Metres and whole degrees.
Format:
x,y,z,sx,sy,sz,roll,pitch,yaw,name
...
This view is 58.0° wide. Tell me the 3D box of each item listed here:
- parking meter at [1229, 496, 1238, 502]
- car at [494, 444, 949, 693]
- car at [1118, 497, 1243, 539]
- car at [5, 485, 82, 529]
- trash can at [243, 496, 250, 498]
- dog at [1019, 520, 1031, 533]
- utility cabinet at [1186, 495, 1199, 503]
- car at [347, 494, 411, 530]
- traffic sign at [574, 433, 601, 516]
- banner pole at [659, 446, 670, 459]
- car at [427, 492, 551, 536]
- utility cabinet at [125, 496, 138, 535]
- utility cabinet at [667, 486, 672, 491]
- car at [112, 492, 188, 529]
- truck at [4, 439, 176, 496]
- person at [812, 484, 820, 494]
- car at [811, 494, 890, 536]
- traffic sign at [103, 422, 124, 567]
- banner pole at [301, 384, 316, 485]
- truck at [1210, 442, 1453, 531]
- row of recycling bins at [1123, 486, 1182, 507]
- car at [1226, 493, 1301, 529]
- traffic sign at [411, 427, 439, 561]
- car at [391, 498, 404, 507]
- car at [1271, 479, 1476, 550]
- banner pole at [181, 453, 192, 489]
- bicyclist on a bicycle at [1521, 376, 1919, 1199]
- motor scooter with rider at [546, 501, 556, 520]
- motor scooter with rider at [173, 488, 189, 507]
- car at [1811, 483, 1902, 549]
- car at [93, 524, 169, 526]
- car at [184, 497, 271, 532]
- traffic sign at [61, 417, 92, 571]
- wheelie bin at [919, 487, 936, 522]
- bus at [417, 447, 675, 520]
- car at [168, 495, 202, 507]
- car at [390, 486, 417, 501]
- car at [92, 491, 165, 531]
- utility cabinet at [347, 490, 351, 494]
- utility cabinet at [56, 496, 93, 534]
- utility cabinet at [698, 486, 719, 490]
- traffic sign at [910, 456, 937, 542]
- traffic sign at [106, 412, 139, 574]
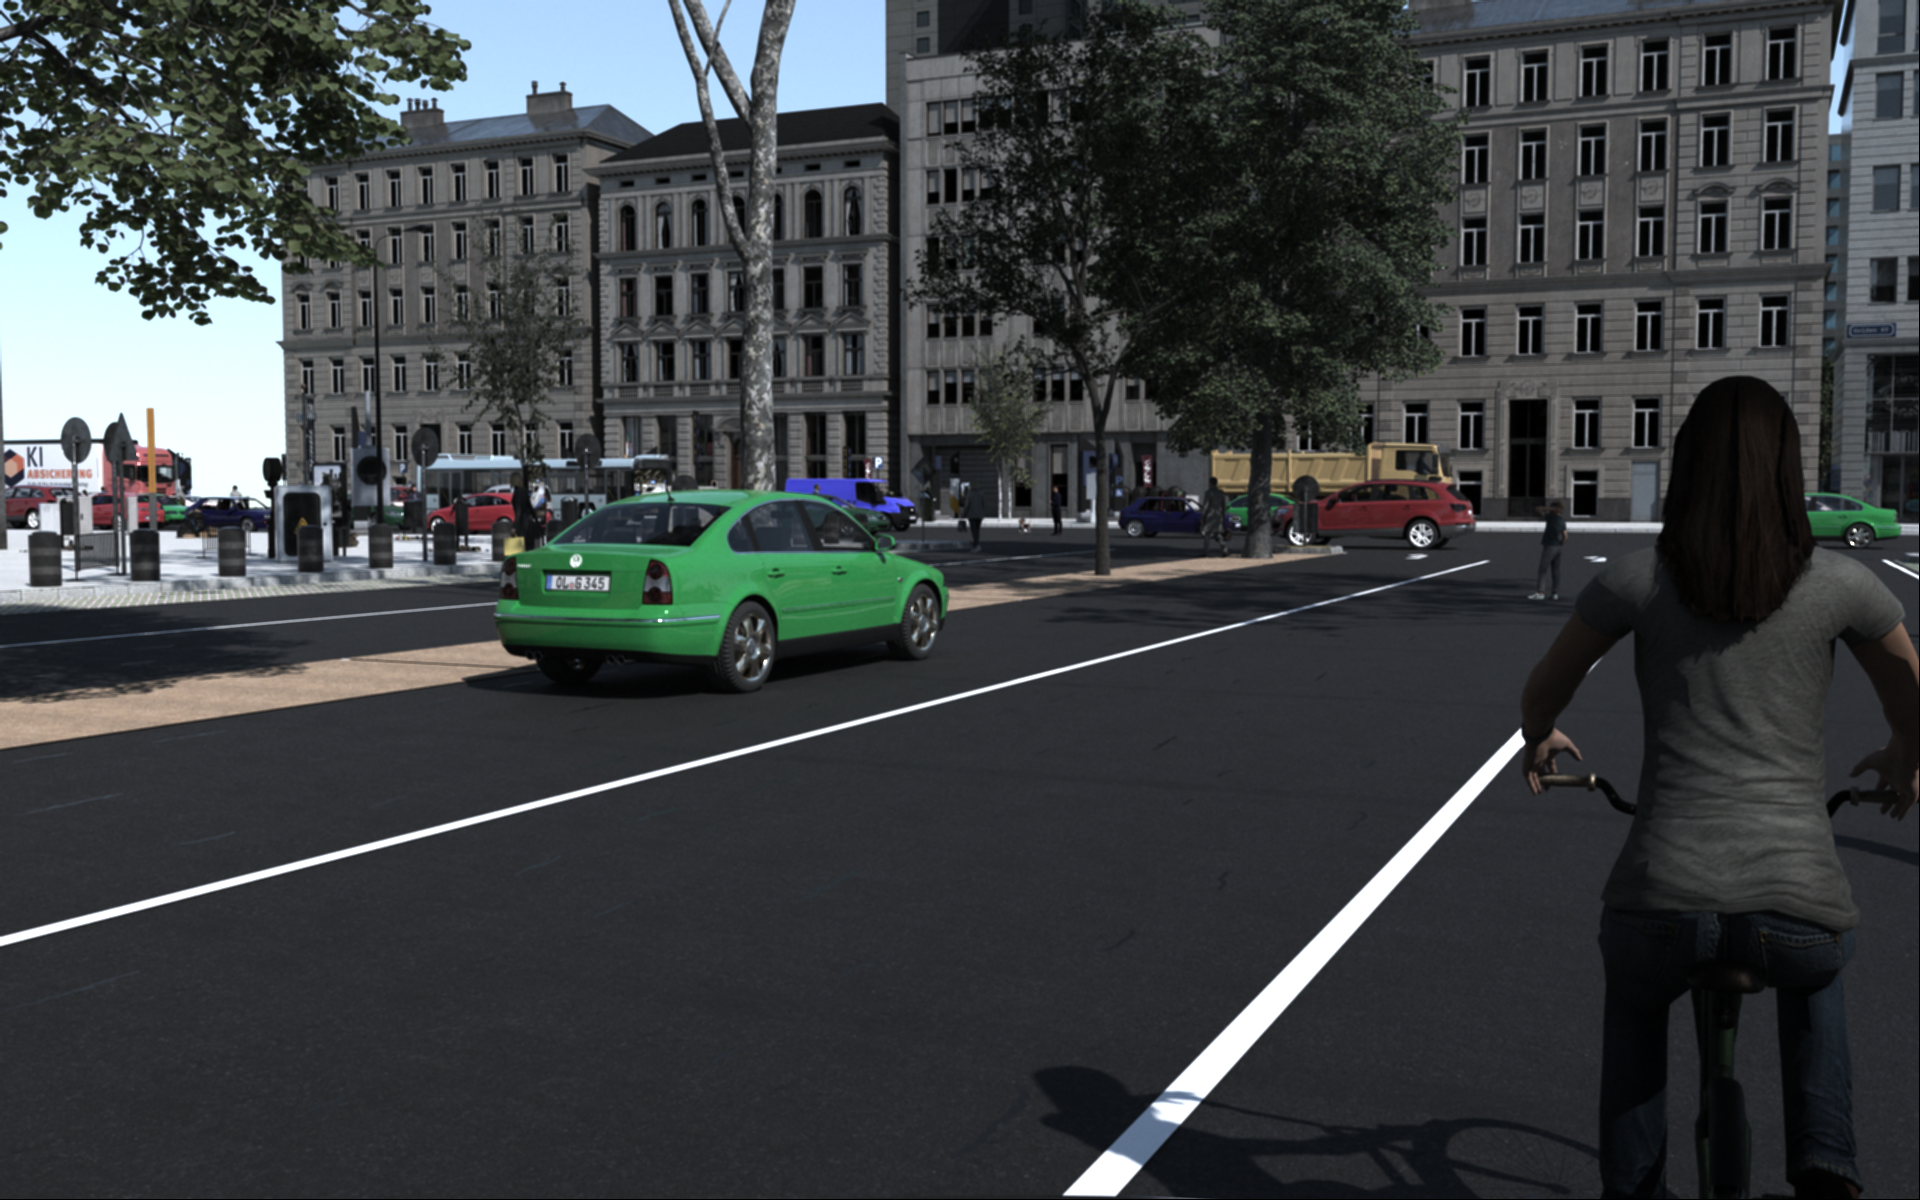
x,y,z,sx,sy,sz,roll,pitch,yaw,name
12.721,-4.580,80.588,0.399,1.863,0.255,0,4,3,parking meter
-1.691,-0.320,14.034,1.959,1.807,4.718,2,4,26,car
7.247,-2.710,56.885,3.894,1.354,1.945,2,4,24,car
-38.478,-3.844,71.530,5.304,1.827,2.281,1,4,23,car
-45.595,-6.032,110.272,0.748,1.137,0.748,0,3,0,trash can
2.364,-2.678,63.070,0.406,0.507,0.540,1,4,9,dog
10.468,-4.194,79.739,1.020,1.237,0.306,-1,4,-18,utility cabinet
-24.028,-3.543,69.733,4.920,1.459,2.131,1,4,23,car
-7.855,-2.222,36.443,0.768,2.556,0.104,2,4,34,traffic sign
-15.558,-6.173,90.950,0.401,3.779,0.863,3,4,37,banner pole
-15.865,-2.994,57.995,4.494,1.783,2.155,2,4,24,car
-25.983,-2.640,54.326,0.306,1.237,1.020,-2,4,-29,utility cabinet
-7.597,-2.228,45.110,0.318,1.500,1.173,-1,4,-16,utility cabinet
-34.079,-3.919,72.871,4.718,1.807,1.959,2,4,26,car
-45.143,-6.159,89.619,11.283,4.237,2.839,1,4,22,truck
-5.359,-3.456,65.184,0.419,1.800,0.721,-2,4,-31,person
-4.764,-2.914,59.447,4.920,1.459,2.131,1,4,22,car
-14.920,-1.864,30.583,0.768,2.556,0.104,2,4,34,traffic sign
-14.887,-3.034,39.620,0.401,3.779,0.863,0,4,-1,banner pole
14.613,-4.298,66.191,9.791,3.379,3.469,1,4,23,truck
9.539,-4.909,87.368,3.534,1.692,1.069,2,4,26,row of recycling bins
10.363,-3.186,60.888,4.718,1.807,1.959,2,4,25,car
-10.219,-2.013,33.024,0.768,2.556,0.104,2,4,33,traffic sign
-27.905,-4.217,81.307,4.827,1.381,2.083,2,4,25,car
10.892,-2.274,45.851,5.304,1.827,2.281,2,4,25,car
-46.956,-7.039,105.109,0.863,3.779,0.401,1,4,16,banner pole
1.226,0.443,2.786,1.499,1.676,1.625,1,4,23,bicyclist on a bicycle
-16.384,-3.544,66.905,1.986,1.779,0.876,1,4,23,motor scooter with rider
-36.612,-4.404,80.974,1.986,1.779,0.876,1,4,23,motor scooter with rider
22.489,-2.293,46.288,4.718,1.807,1.959,2,4,25,car
-37.270,-3.996,77.910,3.894,1.354,1.945,1,4,23,car
-26.009,-3.056,62.541,3.894,1.354,1.945,1,4,23,car
-14.635,-1.746,28.654,0.768,2.556,0.104,2,4,28,traffic sign
-1.495,-4.419,80.158,0.693,1.594,0.980,1,4,12,wheelie bin
-18.206,-5.043,77.312,13.247,3.499,2.948,2,4,25,bus
-37.766,-4.357,83.594,4.827,1.381,2.083,1,4,23,car
-27.257,-4.673,85.069,5.304,1.827,2.281,2,4,25,car
-33.404,-3.617,68.174,4.494,1.783,2.155,2,4,25,car
-32.923,-5.260,94.688,1.173,1.500,0.318,2,4,24,utility cabinet
-28.517,-2.730,55.791,1.020,1.237,0.306,-2,4,-31,utility cabinet
-7.377,-2.487,49.348,0.318,1.500,1.173,2,4,35,utility cabinet
-0.975,-2.591,45.997,0.795,2.450,0.064,2,4,24,traffic sign
-13.362,-1.689,27.612,0.884,2.594,0.081,2,4,33,traffic sign
